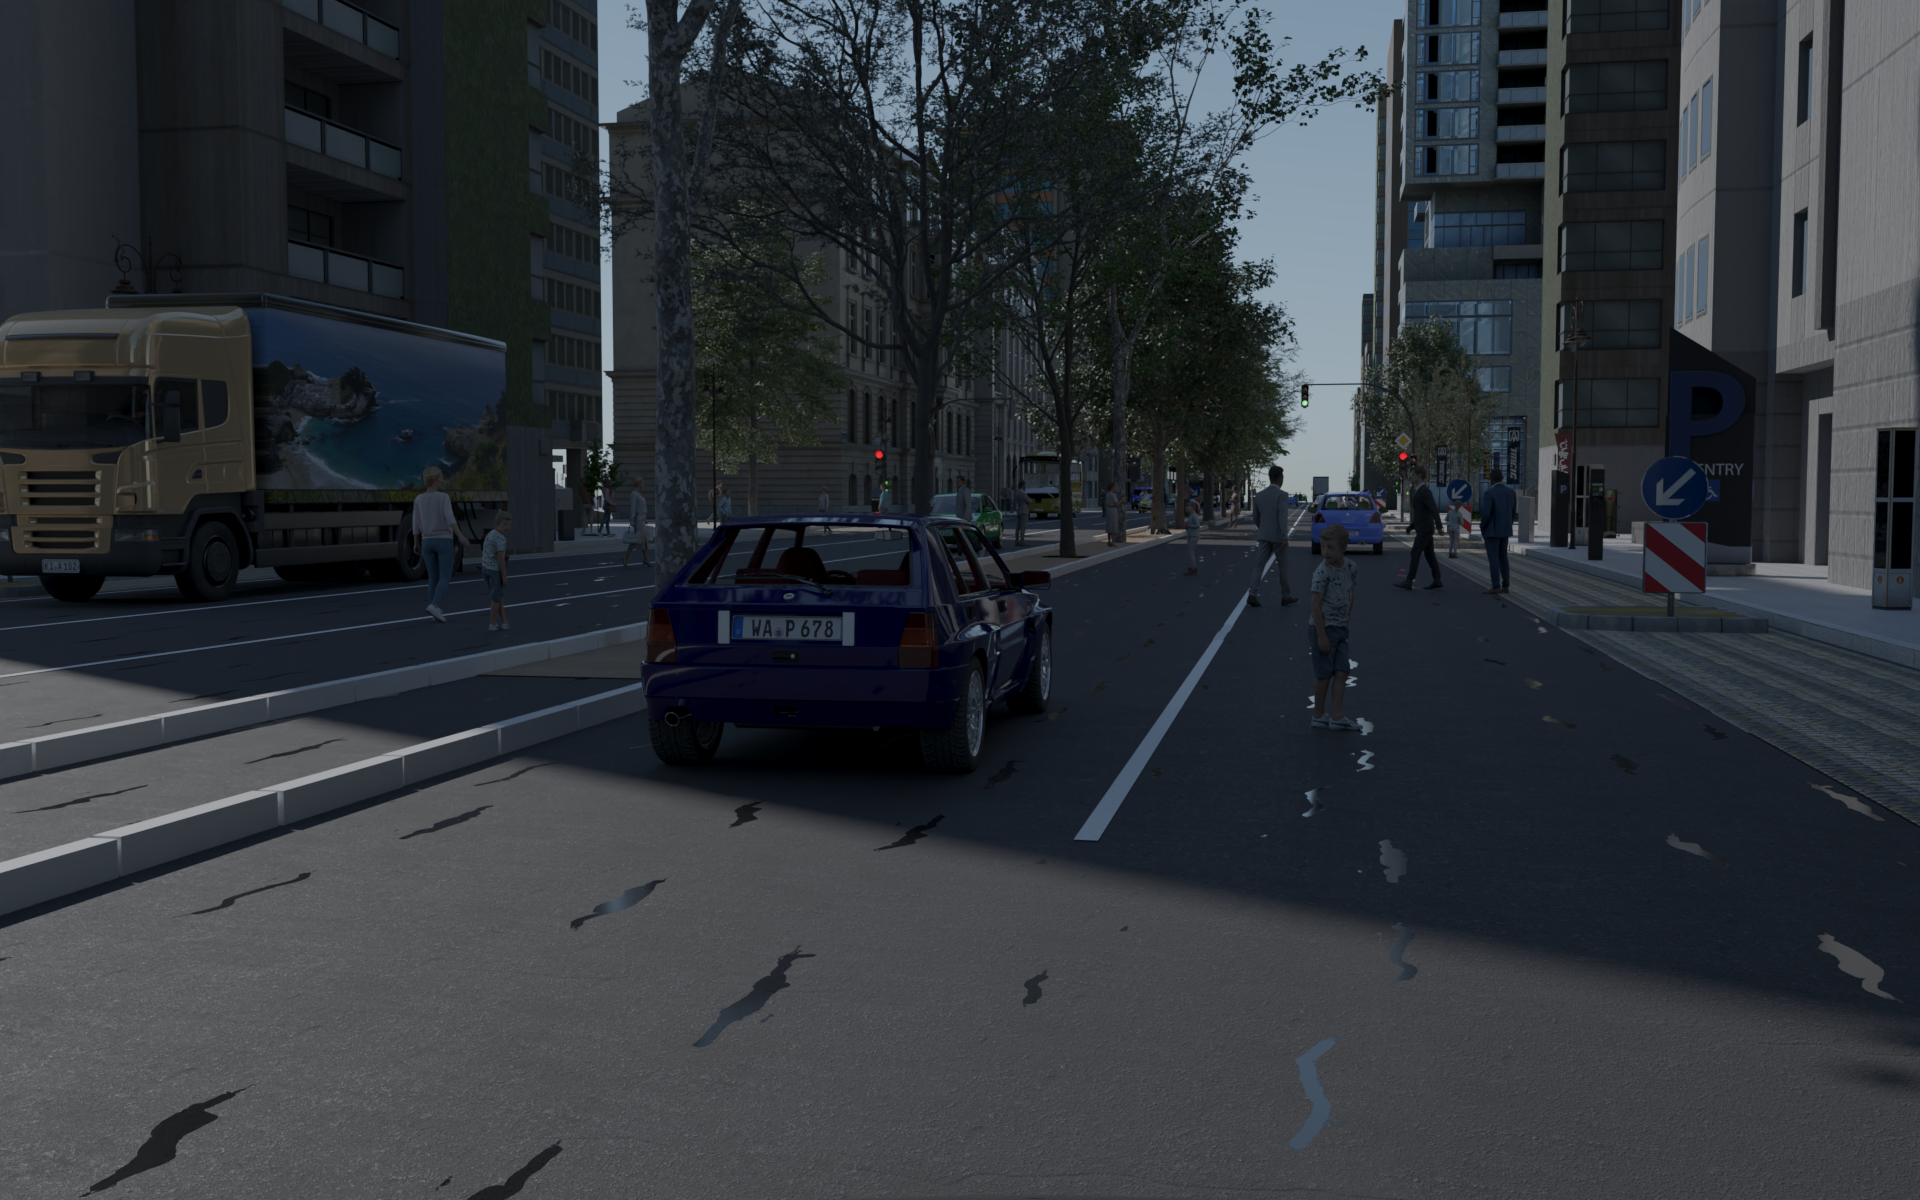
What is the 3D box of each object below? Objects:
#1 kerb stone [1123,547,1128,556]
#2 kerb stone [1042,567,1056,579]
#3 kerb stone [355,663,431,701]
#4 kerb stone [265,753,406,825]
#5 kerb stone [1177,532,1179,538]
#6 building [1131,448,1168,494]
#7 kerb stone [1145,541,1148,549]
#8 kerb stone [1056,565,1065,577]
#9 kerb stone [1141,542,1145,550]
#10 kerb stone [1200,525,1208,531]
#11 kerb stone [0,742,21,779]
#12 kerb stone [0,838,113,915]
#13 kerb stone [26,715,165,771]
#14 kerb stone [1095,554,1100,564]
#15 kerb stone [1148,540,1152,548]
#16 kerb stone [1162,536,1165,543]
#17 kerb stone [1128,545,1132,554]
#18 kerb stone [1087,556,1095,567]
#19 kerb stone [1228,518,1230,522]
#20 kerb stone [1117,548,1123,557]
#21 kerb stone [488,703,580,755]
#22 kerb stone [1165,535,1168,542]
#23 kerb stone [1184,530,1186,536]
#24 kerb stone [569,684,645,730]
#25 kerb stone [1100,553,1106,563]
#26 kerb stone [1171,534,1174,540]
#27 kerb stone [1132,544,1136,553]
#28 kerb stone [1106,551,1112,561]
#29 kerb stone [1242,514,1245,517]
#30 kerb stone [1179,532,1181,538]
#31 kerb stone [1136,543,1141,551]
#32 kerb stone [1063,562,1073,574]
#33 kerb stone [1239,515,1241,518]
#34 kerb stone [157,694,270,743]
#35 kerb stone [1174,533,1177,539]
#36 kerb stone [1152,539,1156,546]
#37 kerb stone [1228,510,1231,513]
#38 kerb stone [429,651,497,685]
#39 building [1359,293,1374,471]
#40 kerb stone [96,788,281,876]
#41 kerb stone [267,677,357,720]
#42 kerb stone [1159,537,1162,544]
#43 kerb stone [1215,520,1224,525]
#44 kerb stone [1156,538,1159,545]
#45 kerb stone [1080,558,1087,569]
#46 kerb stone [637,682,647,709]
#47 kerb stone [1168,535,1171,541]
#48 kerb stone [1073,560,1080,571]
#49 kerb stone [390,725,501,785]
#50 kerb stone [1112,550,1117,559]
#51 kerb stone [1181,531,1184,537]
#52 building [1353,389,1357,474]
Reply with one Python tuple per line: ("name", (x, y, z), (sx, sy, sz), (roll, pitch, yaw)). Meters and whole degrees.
("kerb stone", (3.715, -1.097, 40.156), (0.120, 0.150, 1.000), (1, 4, 12))
("kerb stone", (1.441, -0.422, 29.099), (0.120, 0.150, 1.000), (1, 4, 12))
("kerb stone", (-4.129, 0.597, 12.462), (0.120, 0.150, 1.000), (1, 4, 12))
("kerb stone", (-2.882, 0.869, 7.990), (0.120, 0.150, 1.000), (1, 4, 12))
("kerb stone", (6.800, -2.017, 55.216), (0.120, 0.150, 1.000), (1, 4, 12))
("building", (22.134, -34.443, 246.737), (14.154, 41.232, 14.086), (1, 4, 12))
("kerb stone", (4.741, -1.406, 45.176), (0.120, 0.150, 1.000), (1, 4, 12))
("kerb stone", (1.650, -0.480, 30.107), (0.120, 0.150, 1.000), (1, 4, 12))
("kerb stone", (4.533, -1.344, 44.175), (0.120, 0.150, 1.000), (1, 4, 12))
("kerb stone", (9.896, -2.940, 70.284), (0.120, 0.150, 1.000), (1, 4, 12))
("kerb stone", (-4.940, 0.841, 8.448), (0.120, 0.150, 1.000), (1, 4, 12))
("kerb stone", (-3.302, 0.996, 5.987), (0.120, 0.150, 1.000), (1, 4, 12))
("kerb stone", (-4.735, 0.779, 9.454), (0.120, 0.150, 1.000), (1, 4, 12))
("kerb stone", (2.675, -0.792, 35.142), (0.120, 0.150, 1.000), (1, 4, 12))
("kerb stone", (4.952, -1.467, 46.180), (0.120, 0.150, 1.000), (1, 4, 12))
("kerb stone", (5.776, -1.713, 50.198), (0.120, 0.150, 1.000), (1, 4, 12))
("kerb stone", (3.918, -1.158, 41.160), (0.120, 0.150, 1.000), (1, 4, 12))
("kerb stone", (2.479, -0.730, 34.138), (0.120, 0.150, 1.000), (1, 4, 12))
("kerb stone", (13.320, -3.952, 86.915), (0.120, 0.150, 1.000), (1, 4, 12))
("kerb stone", (3.505, -1.037, 39.156), (0.120, 0.150, 1.000), (1, 4, 12))
("kerb stone", (-2.478, 0.745, 10.010), (0.120, 0.150, 1.000), (1, 4, 12))
("kerb stone", (5.977, -1.774, 51.201), (0.120, 0.150, 1.000), (1, 4, 12))
("kerb stone", (7.422, -2.203, 58.226), (0.120, 0.150, 1.000), (1, 4, 12))
("kerb stone", (-2.270, 0.684, 11.016), (0.120, 0.150, 1.000), (1, 4, 12))
("kerb stone", (2.884, -0.853, 36.149), (0.120, 0.150, 1.000), (1, 4, 12))
("kerb stone", (6.391, -1.896, 53.204), (0.120, 0.150, 1.000), (1, 4, 12))
("kerb stone", (4.122, -1.221, 42.164), (0.120, 0.150, 1.000), (1, 4, 12))
("kerb stone", (3.096, -0.915, 37.149), (0.120, 0.150, 1.000), (1, 4, 12))
("kerb stone", (17.226, -5.125, 105.995), (0.120, 0.150, 1.000), (1, 4, 12))
("kerb stone", (7.009, -2.078, 56.217), (0.120, 0.150, 1.000), (1, 4, 12))
("kerb stone", (4.326, -1.282, 43.165), (0.120, 0.150, 1.000), (1, 4, 12))
("kerb stone", (1.849, -0.544, 31.120), (0.120, 0.150, 1.000), (1, 4, 12))
("kerb stone", (15.990, -4.755, 99.968), (0.120, 0.150, 1.000), (1, 4, 12))
("kerb stone", (-4.533, 0.718, 10.456), (0.120, 0.150, 1.000), (1, 4, 12))
("kerb stone", (6.604, -1.955, 54.213), (0.120, 0.150, 1.000), (1, 4, 12))
("kerb stone", (5.156, -1.528, 47.185), (0.120, 0.150, 1.000), (1, 4, 12))
("kerb stone", (20.930, -6.867, 134.466), (0.120, 0.150, 1.000), (1, 4, 12))
("kerb stone", (-3.909, 0.534, 13.465), (0.120, 0.150, 1.000), (1, 4, 12))
("building", (64.372, -29.103, 247.534), (14.160, 30.474, 14.107), (1, 4, 12))
("kerb stone", (-3.099, 0.930, 6.989), (0.120, 0.150, 1.000), (1, 4, 12))
("kerb stone", (-4.330, 0.657, 11.458), (0.120, 0.150, 1.000), (1, 4, 12))
("kerb stone", (5.565, -1.649, 49.198), (0.120, 0.150, 1.000), (1, 4, 12))
("kerb stone", (12.281, -3.652, 81.907), (0.120, 0.150, 1.000), (1, 4, 12))
("kerb stone", (5.364, -1.589, 48.186), (0.120, 0.150, 1.000), (1, 4, 12))
("kerb stone", (2.265, -0.663, 33.133), (0.120, 0.150, 1.000), (1, 4, 12))
("kerb stone", (-2.069, 0.622, 12.019), (0.120, 0.150, 1.000), (1, 4, 12))
("kerb stone", (6.183, -1.833, 52.203), (0.120, 0.150, 1.000), (1, 4, 12))
("kerb stone", (2.053, -0.608, 32.132), (0.120, 0.150, 1.000), (1, 4, 12))
("kerb stone", (-2.686, 0.807, 8.998), (0.120, 0.150, 1.000), (1, 4, 12))
("kerb stone", (3.297, -0.976, 38.152), (0.120, 0.150, 1.000), (1, 4, 12))
("kerb stone", (7.210, -2.141, 57.220), (0.120, 0.150, 1.000), (1, 4, 12))
("building", (80.544, -27.286, 291.164), (27.650, 21.520, 28.899), (1, 4, 12))
